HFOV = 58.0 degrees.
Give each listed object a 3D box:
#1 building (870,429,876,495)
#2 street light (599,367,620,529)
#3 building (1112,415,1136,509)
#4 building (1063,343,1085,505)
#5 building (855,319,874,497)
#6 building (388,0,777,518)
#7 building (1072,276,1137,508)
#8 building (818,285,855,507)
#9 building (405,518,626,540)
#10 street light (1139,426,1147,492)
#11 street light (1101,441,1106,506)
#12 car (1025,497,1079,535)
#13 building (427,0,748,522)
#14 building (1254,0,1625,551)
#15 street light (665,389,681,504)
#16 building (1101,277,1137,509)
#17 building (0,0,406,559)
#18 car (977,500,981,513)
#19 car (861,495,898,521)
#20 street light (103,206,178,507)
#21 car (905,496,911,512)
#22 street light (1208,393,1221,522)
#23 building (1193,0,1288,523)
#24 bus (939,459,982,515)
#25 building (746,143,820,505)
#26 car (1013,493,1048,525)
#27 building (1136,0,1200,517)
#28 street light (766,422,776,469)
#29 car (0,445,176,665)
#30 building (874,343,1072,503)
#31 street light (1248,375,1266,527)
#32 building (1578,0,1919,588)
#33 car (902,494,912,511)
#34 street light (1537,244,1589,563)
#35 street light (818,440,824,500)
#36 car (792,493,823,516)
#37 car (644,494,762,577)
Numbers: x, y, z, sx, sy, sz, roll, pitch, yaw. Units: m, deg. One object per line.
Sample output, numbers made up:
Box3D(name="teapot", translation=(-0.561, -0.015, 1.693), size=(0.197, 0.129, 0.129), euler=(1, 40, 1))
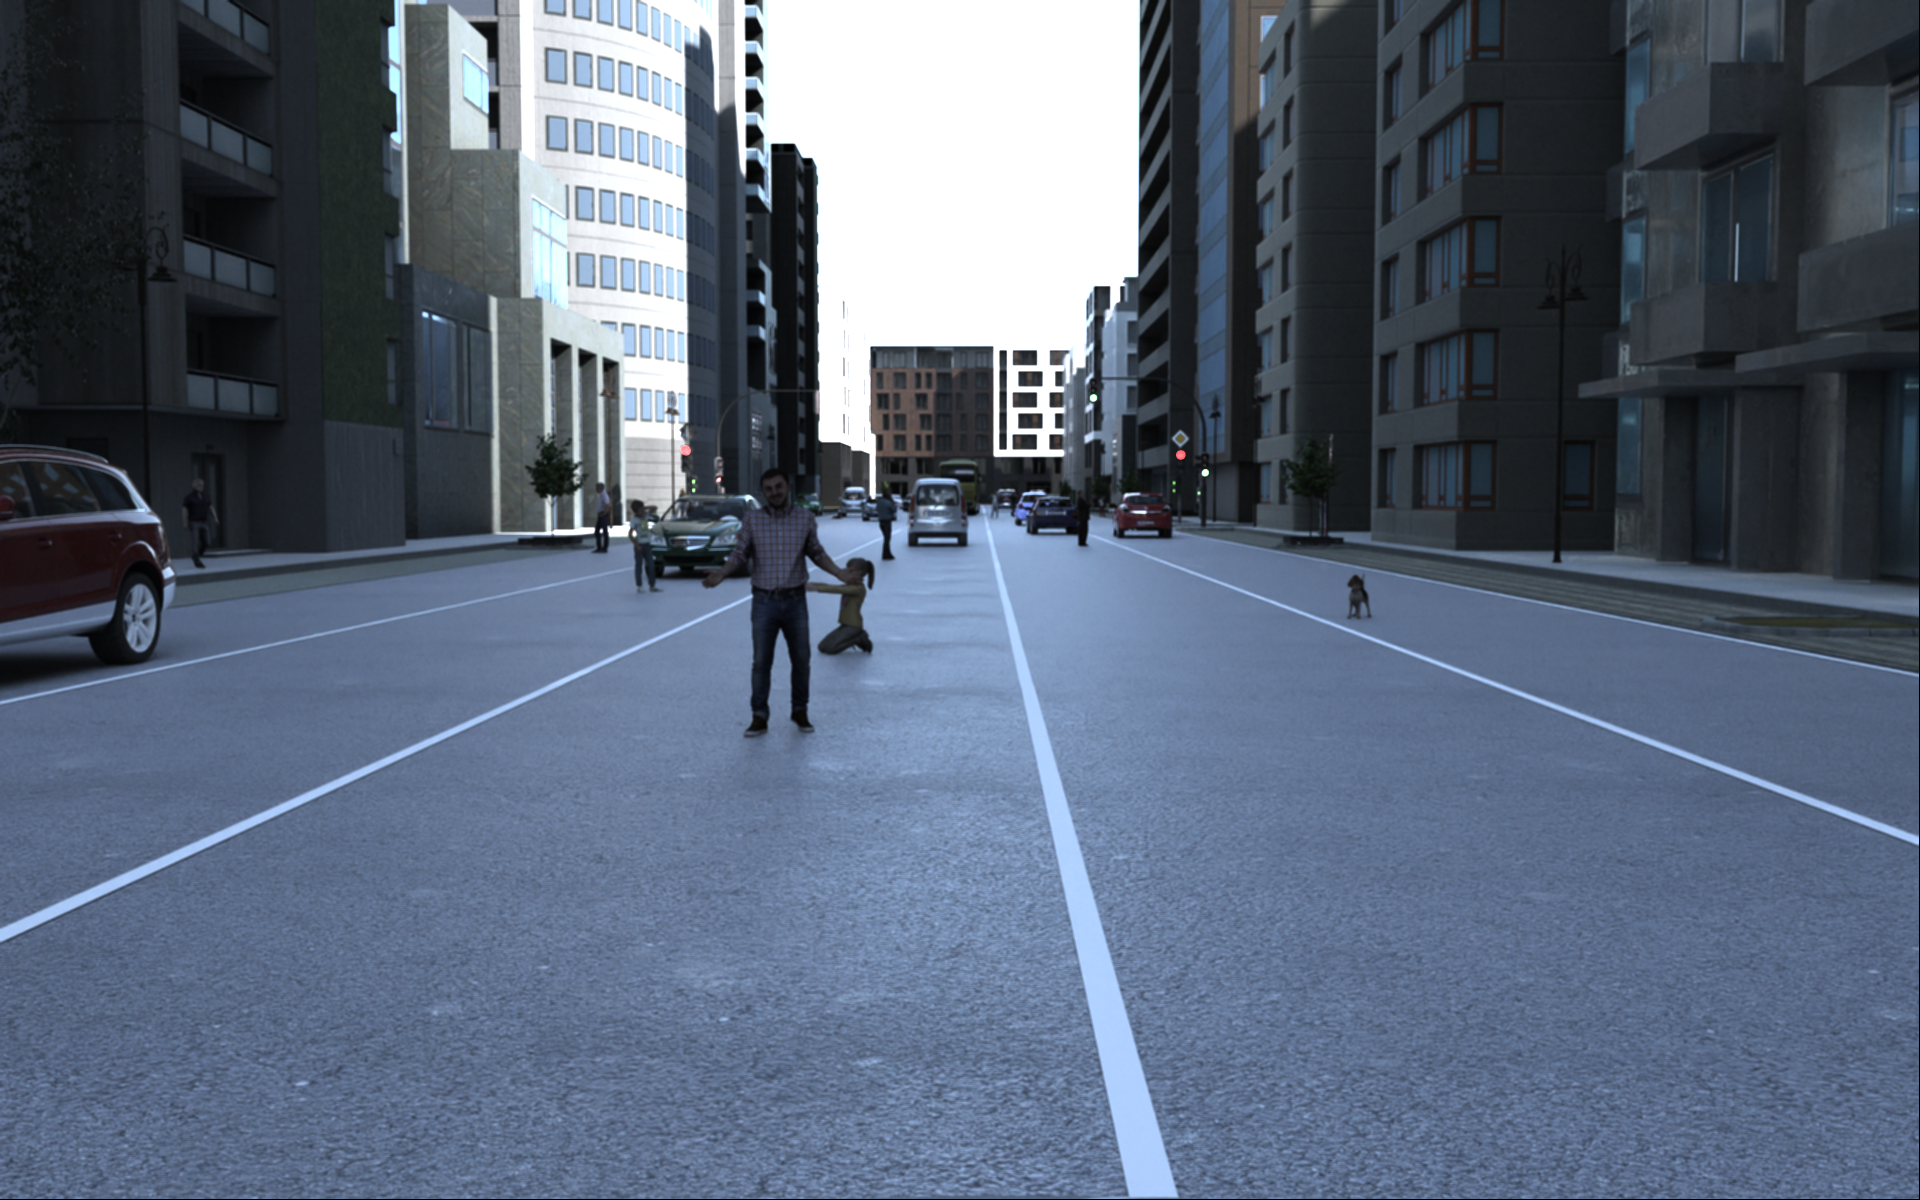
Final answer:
Box3D(name="building", translation=(-25.129, -17.198, 223.327), size=(28.070, 9.664, 9.099), euler=(0, 4, 1))
Box3D(name="street light", translation=(-12.725, -5.517, 62.987), size=(0.468, 5.910, 1.993), euler=(0, 4, 1))
Box3D(name="building", translation=(24.231, -50.165, 132.876), size=(22.319, 86.520, 31.000), euler=(0, 4, 1))
Box3D(name="building", translation=(21.685, -21.088, 211.245), size=(16.747, 18.905, 31.486), euler=(0, 4, 1))
Box3D(name="building", translation=(-25.299, -21.783, 200.130), size=(27.936, 21.610, 32.646), euler=(0, 4, 1))
Box3D(name="building", translation=(-23.593, -49.223, 117.475), size=(22.319, 86.520, 31.000), euler=(0, 4, 1))
Box3D(name="building", translation=(26.679, -20.471, 178.668), size=(27.936, 21.610, 32.646), euler=(0, 4, 1))
Box3D(name="building", translation=(-25.576, -19.790, 167.546), size=(27.936, 21.610, 32.646), euler=(0, 4, 1))
Box3D(name="building", translation=(-29.164, -45.502, 56.629), size=(31.000, 86.520, 22.319), euler=(0, 4, 1))
Box3D(name="street light", translation=(12.125, -8.693, 114.925), size=(0.468, 5.910, 1.993), euler=(0, 4, 1))
Box3D(name="street light", translation=(12.416, -10.832, 149.889), size=(0.468, 5.910, 1.993), euler=(0, 4, 1))
Box3D(name="car", translation=(3.335, -3.063, 62.665), size=(1.945, 1.354, 3.894), euler=(0, 4, -1))
Box3D(name="building", translation=(-23.409, -33.439, 88.735), size=(21.231, 58.520, 28.212), euler=(0, 4, 1))
Box3D(name="building", translation=(25.178, -12.701, 52.704), size=(27.650, 21.520, 28.899), euler=(0, 4, 1))
Box3D(name="street light", translation=(-12.666, -6.339, 76.431), size=(0.468, 5.910, 1.993), euler=(0, 4, 1))
Box3D(name="building", translation=(20.966, -18.356, 156.541), size=(16.016, 20.091, 11.380), euler=(0, 4, 1))
Box3D(name="building", translation=(-20.774, -21.475, 34.719), size=(14.154, 41.232, 14.086), euler=(0, 4, 1))
Box3D(name="car", translation=(0.603, -7.264, 131.347), size=(1.945, 1.354, 3.894), euler=(0, 4, 2))
Box3D(name="car", translation=(-4.341, -5.006, 93.851), size=(2.014, 1.417, 4.499), euler=(0, 3, 0))
Box3D(name="street light", translation=(-13.183, -3.377, 28.003), size=(0.468, 5.910, 1.993), euler=(0, 4, 1))
Box3D(name="car", translation=(-3.282, -7.725, 136.082), size=(2.009, 1.686, 4.222), euler=(0, 4, 0))
Box3D(name="street light", translation=(11.717, -6.532, 79.579), size=(0.468, 5.910, 1.993), euler=(0, 4, 1))
Box3D(name="building", translation=(18.971, -26.355, 81.010), size=(14.200, 45.320, 14.600), euler=(0, 4, 1))
Box3D(name="bus", translation=(-0.007, -7.944, 121.433), size=(2.896, 3.916, 12.252), euler=(0, 4, 1))
Box3D(name="building", translation=(-19.183, -22.674, 142.427), size=(14.160, 30.474, 14.107), euler=(0, 4, 1))
Box3D(name="car", translation=(3.427, -4.324, 80.281), size=(1.945, 1.707, 3.694), euler=(0, 4, 0))
Box3D(name="building", translation=(22.702, -29.608, 107.800), size=(21.300, 48.544, 21.600), euler=(0, 4, 1))
Box3D(name="street light", translation=(-12.191, -8.494, 111.658), size=(0.468, 5.910, 1.993), euler=(0, 4, 1))
Box3D(name="car", translation=(-7.925, -0.272, 13.114), size=(2.281, 1.827, 5.304), euler=(0, 4, 0))
Box3D(name="building", translation=(2.588, -24.733, 248.350), size=(32.646, 21.610, 27.936), euler=(0, 4, 1))
Box3D(name="street light", translation=(11.487, -5.772, 67.165), size=(0.468, 5.910, 1.993), euler=(0, 4, 1))
Box3D(name="building", translation=(23.060, -24.604, 21.879), size=(23.786, 49.044, 30.456), euler=(0, 4, 1))
Box3D(name="car", translation=(-3.834, -8.241, 144.527), size=(2.009, 1.686, 4.222), euler=(0, 4, 1))
Box3D(name="street light", translation=(11.161, -3.634, 32.201), size=(0.468, 5.910, 1.993), euler=(0, 4, 1))
Box3D(name="street light", translation=(-11.849, -10.674, 147.313), size=(0.468, 5.910, 1.993), euler=(0, 4, 1))
Box3D(name="car", translation=(-10.010, -6.416, 113.700), size=(1.959, 1.807, 4.718), euler=(0, 3, 0))
Box3D(name="car", translation=(-4.451, -1.196, 31.361), size=(2.131, 1.459, 4.920), euler=(0, 4, 2))
